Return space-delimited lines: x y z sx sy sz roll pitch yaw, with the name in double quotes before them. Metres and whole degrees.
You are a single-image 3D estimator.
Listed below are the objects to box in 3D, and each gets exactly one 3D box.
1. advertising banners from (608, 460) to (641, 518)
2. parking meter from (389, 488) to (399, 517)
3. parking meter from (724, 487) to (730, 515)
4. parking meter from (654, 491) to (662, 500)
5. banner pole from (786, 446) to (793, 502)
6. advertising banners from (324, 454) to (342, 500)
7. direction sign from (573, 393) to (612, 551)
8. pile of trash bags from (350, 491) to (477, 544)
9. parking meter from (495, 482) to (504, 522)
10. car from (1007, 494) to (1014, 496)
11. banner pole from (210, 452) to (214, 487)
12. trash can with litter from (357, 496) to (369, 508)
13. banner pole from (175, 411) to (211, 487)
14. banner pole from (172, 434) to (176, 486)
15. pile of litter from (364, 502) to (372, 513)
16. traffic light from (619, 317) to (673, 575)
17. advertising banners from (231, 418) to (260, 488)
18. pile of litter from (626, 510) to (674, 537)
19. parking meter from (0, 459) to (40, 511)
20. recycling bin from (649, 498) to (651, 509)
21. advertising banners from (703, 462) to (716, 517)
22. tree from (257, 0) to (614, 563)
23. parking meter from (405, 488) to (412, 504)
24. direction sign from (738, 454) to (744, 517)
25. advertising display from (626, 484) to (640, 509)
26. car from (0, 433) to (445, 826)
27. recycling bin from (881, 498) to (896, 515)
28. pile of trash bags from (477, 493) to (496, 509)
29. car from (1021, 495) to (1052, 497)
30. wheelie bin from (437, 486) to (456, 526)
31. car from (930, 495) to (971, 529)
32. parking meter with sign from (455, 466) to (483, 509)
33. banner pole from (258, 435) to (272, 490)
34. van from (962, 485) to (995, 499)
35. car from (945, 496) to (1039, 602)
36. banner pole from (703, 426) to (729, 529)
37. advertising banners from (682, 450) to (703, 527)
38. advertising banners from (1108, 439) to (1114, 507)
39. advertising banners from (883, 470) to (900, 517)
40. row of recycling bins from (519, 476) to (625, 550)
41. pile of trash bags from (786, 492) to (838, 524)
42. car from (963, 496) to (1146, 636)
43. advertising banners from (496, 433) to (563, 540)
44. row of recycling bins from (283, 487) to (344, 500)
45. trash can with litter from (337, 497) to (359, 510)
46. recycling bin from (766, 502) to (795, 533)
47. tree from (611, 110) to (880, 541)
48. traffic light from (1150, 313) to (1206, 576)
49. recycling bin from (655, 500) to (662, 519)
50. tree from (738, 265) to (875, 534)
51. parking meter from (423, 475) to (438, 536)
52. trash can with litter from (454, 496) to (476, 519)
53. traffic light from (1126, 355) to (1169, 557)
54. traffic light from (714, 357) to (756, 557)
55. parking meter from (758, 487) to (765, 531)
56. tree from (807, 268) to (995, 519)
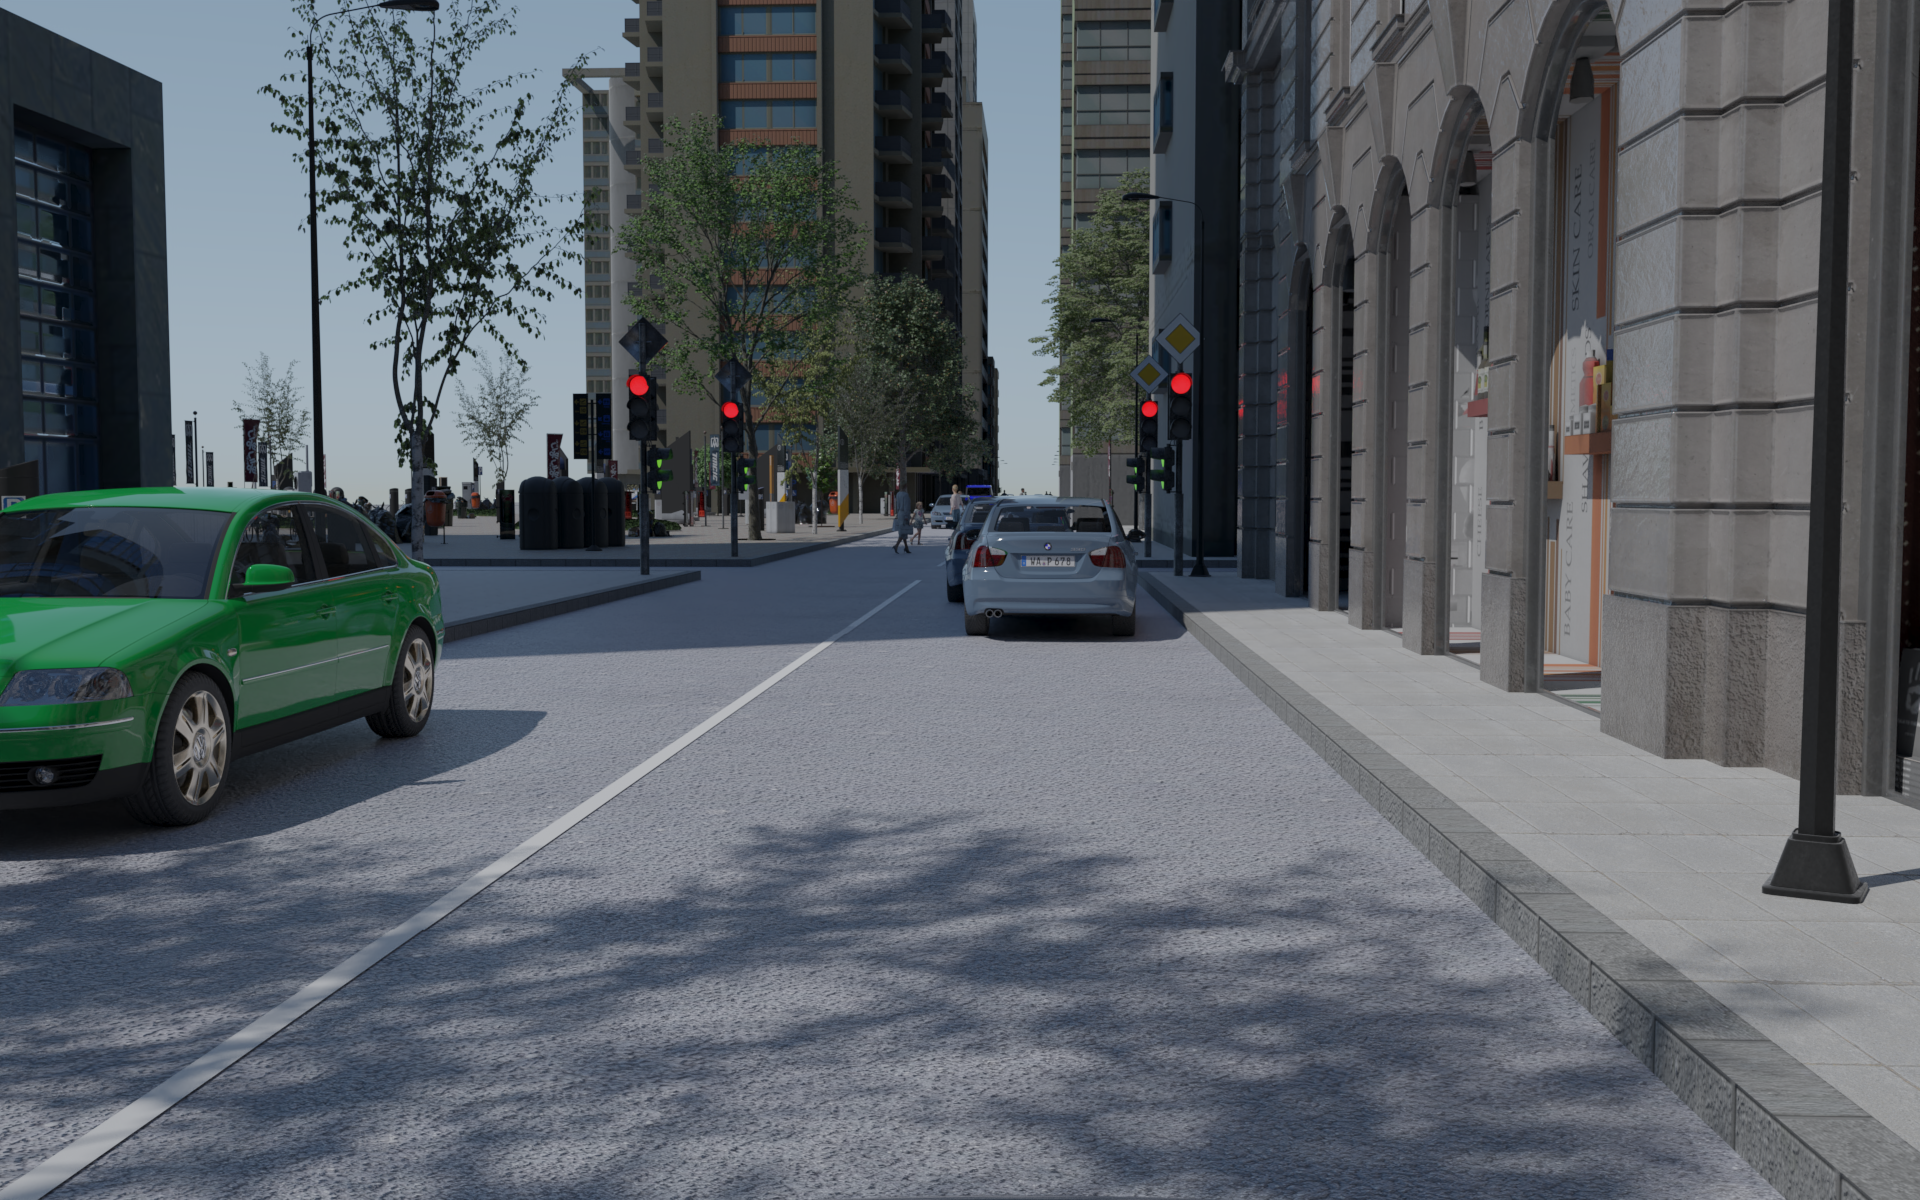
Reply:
"advertising banners" -17.215 -5.722 89.737 2.074 3.025 0.090 -2 4 -28
"parking meter" -23.447 -3.876 71.775 0.372 1.533 0.369 0 3 0
"parking meter" -14.104 -6.041 104.479 0.399 1.863 0.255 2 4 29
"parking meter" -15.352 -5.051 88.290 0.399 1.863 0.255 1 4 11
"banner pole" -8.858 -6.044 88.830 0.863 3.779 0.401 1 4 14
"advertising banners" -27.328 -4.837 75.278 0.090 3.025 2.074 -3 5 -42
"direction sign" -8.261 -2.873 38.976 0.876 3.537 0.379 0 4 5
"pile of trash bags" -14.596 -2.163 45.113 3.447 1.369 1.912 2 4 32
"parking meter" -21.340 -4.564 80.335 0.399 1.863 0.255 -1 4 -15
"car" 5.003 -10.394 180.167 2.015 1.641 3.980 0 4 3
"banner pole" -39.141 -6.121 90.089 0.401 3.779 0.863 2 4 31
"trash can with litter" -35.329 -5.598 102.912 0.624 1.170 1.055 1 4 23
"banner pole" -23.019 -3.789 51.967 0.401 3.779 0.863 0 4 4
"banner pole" -28.925 -4.494 63.488 0.401 3.779 0.863 0 4 3
"pile of litter" -32.994 -5.009 95.855 1.176 0.858 1.719 -2 4 -25
"traffic light" -4.996 -2.356 27.445 0.839 4.253 0.868 0 4 3
"advertising banners" -16.700 -2.646 39.451 0.090 3.025 2.074 2 4 24
"pile of litter" -9.491 -2.334 52.123 1.719 0.858 1.176 0 4 -3
"parking meter" -6.902 -0.258 12.622 0.372 1.533 0.369 0 3 0
"recycling bin" -18.891 -5.559 103.451 0.722 1.027 0.722 0 4 -1
"advertising banners" -14.235 -6.057 95.213 2.074 3.025 0.090 1 4 21
"tree" -6.727 -4.381 21.997 4.360 8.622 3.978 0 3 0
"parking meter" -23.619 -4.031 74.316 0.372 1.533 0.369 0 3 0
"direction sign" -12.286 -6.426 97.070 0.379 3.537 0.876 -2 4 -23
"advertising display" -20.769 -6.419 110.158 0.974 1.923 0.123 2 4 24
"car" -4.122 -0.006 8.895 1.959 1.807 4.718 0 4 2
"recycling bin" -4.506 -5.885 108.779 0.722 1.027 0.722 2 4 26
"pile of trash bags" -28.514 -5.786 104.351 1.912 1.369 3.447 1 4 10
"car" 2.020 -2.059 45.666 2.014 1.417 4.499 0 4 3
"wheelie bin" -20.409 -3.709 68.544 0.980 1.594 0.693 -3 5 -42
"car" -0.242 -3.704 72.558 2.014 1.417 4.499 0 4 3
"parking meter with sign" -31.147 -6.938 109.698 1.738 3.016 0.543 1 4 12
"banner pole" -29.361 -5.096 73.333 0.401 3.779 0.863 2 4 30
"van" 1.289 -6.881 116.895 2.240 2.365 5.245 0 4 2
"car" 0.765 -0.748 24.236 2.014 1.417 4.499 0 4 3
"banner pole" -8.900 -4.510 63.754 0.863 3.779 0.401 2 4 35
"advertising banners" -10.655 -4.429 68.604 0.090 3.025 2.074 0 4 8
"advertising banners" 4.762 -3.578 54.681 0.090 3.025 2.074 0 4 2
"advertising banners" -3.890 -6.288 98.988 0.090 3.025 2.074 -2 4 -28
"row of recycling bins" -9.130 -2.082 41.161 1.069 1.692 3.534 2 4 24
"pile of trash bags" -6.269 -3.930 74.009 3.447 1.369 1.912 3 5 42
"car" 1.019 -0.415 18.794 2.014 1.417 4.499 0 4 5
"advertising banners" -12.247 -3.255 49.403 2.074 3.025 0.090 -3 5 -39
"row of recycling bins" -37.021 -5.629 99.150 3.534 1.692 1.069 0 4 -1
"trash can with litter" -17.787 -2.410 50.458 1.678 1.210 2.233 0 4 -4
"recycling bin" -5.882 -2.707 56.807 0.722 1.027 0.722 -2 4 -35
"tree" -5.834 -7.462 47.766 9.928 11.665 9.643 0 3 0
"traffic light" 3.406 -2.332 27.055 0.839 4.253 0.868 0 4 3
"recycling bin" -12.950 -3.873 75.870 0.722 1.027 0.722 0 4 -1
"tree" -4.872 -6.409 55.143 4.737 8.622 4.395 0 3 0
"parking meter" -16.374 -2.929 53.608 0.255 1.863 0.399 2 4 25
"trash can with litter" -25.644 -4.795 89.786 0.624 1.170 1.055 3 5 40
"traffic light" 3.792 -2.820 35.031 0.839 4.253 0.868 0 4 3
"traffic light" -4.610 -2.844 35.420 0.839 4.253 0.868 0 4 3
"parking meter" -7.010 -3.181 60.414 0.372 1.533 0.369 0 3 0
"tree" -2.995 -10.462 88.067 9.611 12.733 9.660 0 3 0
